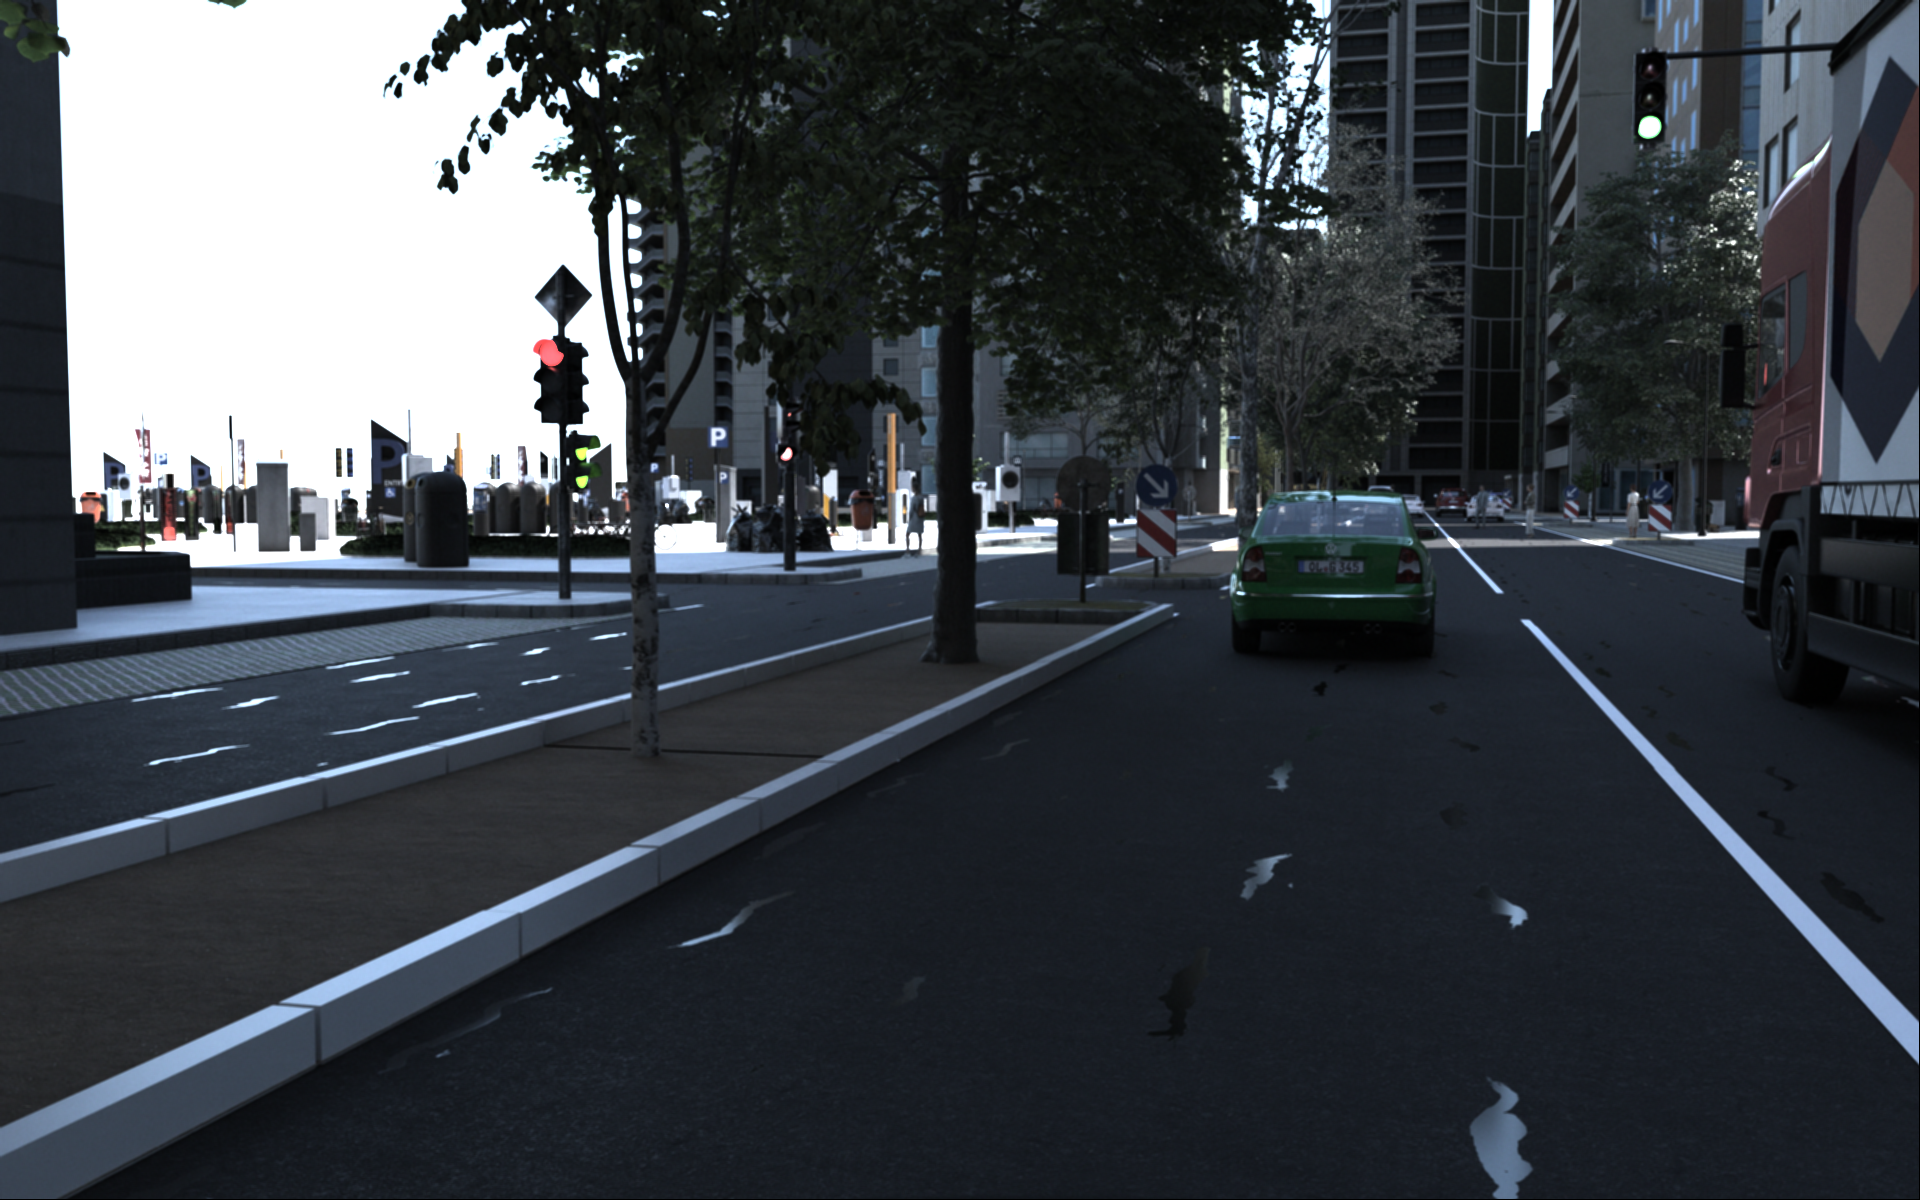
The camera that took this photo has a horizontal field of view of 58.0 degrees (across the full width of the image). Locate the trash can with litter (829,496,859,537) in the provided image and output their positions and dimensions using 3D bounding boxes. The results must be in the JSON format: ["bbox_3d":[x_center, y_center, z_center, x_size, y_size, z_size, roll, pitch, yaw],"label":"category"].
[{"bbox_3d":[-3.693,-2.531,52.446,1.678,1.210,2.233,0,4,2],"label":"trash can with litter"}]

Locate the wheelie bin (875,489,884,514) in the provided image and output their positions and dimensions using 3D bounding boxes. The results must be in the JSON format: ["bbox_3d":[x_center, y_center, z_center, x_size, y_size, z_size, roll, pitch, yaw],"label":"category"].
[{"bbox_3d":[-4.809,-5.563,98.865,0.980,1.594,0.693,0,4,-5],"label":"wheelie bin"}]

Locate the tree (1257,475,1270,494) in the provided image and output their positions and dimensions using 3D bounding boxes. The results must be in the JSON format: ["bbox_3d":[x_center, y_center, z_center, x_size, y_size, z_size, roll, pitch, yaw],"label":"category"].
[{"bbox_3d":[26.620,-9.780,154.510,1.663,3.219,1.824,0,3,0],"label":"tree"}]

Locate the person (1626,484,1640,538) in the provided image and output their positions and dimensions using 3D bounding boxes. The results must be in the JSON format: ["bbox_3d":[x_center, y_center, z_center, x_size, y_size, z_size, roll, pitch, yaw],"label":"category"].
[{"bbox_3d":[21.328,-2.812,55.045,0.480,1.755,0.524,-2,4,-24],"label":"person"}]

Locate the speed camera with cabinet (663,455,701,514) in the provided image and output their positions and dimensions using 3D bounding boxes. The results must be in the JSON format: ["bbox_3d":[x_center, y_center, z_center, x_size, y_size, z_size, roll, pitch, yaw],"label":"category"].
[{"bbox_3d":[-14.258,-5.781,88.857,2.038,3.252,0.660,-3,5,-44],"label":"speed camera with cabinet"}]

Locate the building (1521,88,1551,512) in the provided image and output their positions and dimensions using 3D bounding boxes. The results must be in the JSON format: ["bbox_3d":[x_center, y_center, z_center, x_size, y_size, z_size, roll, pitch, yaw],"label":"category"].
[{"bbox_3d":[48.807,-21.603,124.904,14.160,30.474,14.107,1,4,14],"label":"building"}]

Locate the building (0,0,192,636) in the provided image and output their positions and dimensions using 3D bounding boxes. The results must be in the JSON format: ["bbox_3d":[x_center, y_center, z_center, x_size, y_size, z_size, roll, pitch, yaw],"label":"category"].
[{"bbox_3d":[-23.126,-28.865,13.942,28.212,58.520,21.231,1,4,14],"label":"building"}]

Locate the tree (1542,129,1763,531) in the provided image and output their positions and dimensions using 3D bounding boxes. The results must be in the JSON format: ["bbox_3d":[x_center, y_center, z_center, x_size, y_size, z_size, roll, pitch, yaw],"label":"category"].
[{"bbox_3d":[25.257,-9.394,60.254,9.857,13.997,8.962,0,3,0],"label":"tree"}]

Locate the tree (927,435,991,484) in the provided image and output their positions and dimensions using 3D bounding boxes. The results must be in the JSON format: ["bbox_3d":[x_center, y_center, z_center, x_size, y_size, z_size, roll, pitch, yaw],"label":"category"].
[{"bbox_3d":[-0.210,-3.337,49.168,1.663,3.219,1.824,0,3,0],"label":"tree"}]

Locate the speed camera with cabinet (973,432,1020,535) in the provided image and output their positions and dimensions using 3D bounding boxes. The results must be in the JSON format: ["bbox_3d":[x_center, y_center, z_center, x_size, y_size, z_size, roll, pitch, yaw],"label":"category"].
[{"bbox_3d":[0.862,-3.710,54.993,2.038,3.252,0.660,-1,4,-13],"label":"speed camera with cabinet"}]

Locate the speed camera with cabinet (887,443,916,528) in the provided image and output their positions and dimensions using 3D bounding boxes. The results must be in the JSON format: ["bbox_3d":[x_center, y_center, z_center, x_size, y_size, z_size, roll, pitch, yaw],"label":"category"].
[{"bbox_3d":[-2.243,-4.435,66.854,0.660,3.252,2.038,1,4,15],"label":"speed camera with cabinet"}]

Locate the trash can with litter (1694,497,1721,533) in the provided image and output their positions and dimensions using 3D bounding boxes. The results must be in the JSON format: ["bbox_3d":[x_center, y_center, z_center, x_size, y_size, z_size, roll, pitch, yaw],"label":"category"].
[{"bbox_3d":[25.018,-2.841,57.842,0.624,1.170,1.055,-1,4,-15],"label":"trash can with litter"}]

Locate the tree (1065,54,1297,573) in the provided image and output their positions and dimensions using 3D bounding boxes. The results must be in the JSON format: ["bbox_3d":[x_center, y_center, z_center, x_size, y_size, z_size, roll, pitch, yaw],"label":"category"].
[{"bbox_3d":[3.377,-4.601,28.052,4.360,8.622,3.978,0,3,0],"label":"tree"}]

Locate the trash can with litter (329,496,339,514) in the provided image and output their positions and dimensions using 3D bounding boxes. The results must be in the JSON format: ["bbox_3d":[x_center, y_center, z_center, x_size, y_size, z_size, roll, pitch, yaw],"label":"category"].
[{"bbox_3d":[-29.958,-4.312,81.562,2.233,1.210,1.678,-3,4,-36],"label":"trash can with litter"}]

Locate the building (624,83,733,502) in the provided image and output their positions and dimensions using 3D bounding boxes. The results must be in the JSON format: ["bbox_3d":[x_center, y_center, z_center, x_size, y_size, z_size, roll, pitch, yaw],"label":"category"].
[{"bbox_3d":[-25.703,-32.574,182.689,14.200,45.320,14.600,1,4,14],"label":"building"}]

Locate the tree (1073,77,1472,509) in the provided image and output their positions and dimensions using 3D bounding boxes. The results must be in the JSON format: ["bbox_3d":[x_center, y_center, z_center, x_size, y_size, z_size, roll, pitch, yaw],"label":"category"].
[{"bbox_3d":[9.821,-8.466,51.239,12.009,13.543,11.850,0,3,0],"label":"tree"}]

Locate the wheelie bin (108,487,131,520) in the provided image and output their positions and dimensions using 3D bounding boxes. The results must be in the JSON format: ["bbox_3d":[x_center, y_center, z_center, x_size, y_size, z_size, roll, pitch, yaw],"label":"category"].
[{"bbox_3d":[-39.355,-4.444,80.570,0.693,1.594,0.980,2,4,28],"label":"wheelie bin"}]

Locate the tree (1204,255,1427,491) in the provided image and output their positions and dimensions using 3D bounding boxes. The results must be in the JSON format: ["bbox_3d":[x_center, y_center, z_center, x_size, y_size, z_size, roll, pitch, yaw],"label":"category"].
[{"bbox_3d":[12.842,-7.755,63.665,8.767,10.594,7.601,1,4,14],"label":"tree"}]

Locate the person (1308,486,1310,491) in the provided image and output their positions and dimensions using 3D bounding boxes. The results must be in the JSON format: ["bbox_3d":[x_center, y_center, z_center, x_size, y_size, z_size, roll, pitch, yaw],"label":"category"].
[{"bbox_3d":[14.721,-3.959,73.498,0.678,1.792,0.850,2,4,27],"label":"person"}]

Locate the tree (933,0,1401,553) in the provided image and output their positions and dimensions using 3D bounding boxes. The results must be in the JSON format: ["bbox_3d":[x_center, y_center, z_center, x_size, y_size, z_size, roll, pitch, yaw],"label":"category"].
[{"bbox_3d":[5.301,-11.003,38.251,12.611,20.169,13.585,0,3,0],"label":"tree"}]

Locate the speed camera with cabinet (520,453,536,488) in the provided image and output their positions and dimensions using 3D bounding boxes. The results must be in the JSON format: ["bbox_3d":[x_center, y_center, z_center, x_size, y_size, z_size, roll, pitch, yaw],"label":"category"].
[{"bbox_3d":[-21.470,-5.526,84.678,0.660,3.252,2.038,-3,5,-41],"label":"speed camera with cabinet"}]

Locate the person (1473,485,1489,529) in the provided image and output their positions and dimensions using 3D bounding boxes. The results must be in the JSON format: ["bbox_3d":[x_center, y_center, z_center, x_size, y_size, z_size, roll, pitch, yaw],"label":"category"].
[{"bbox_3d":[21.591,-3.859,71.692,0.391,1.810,0.635,-3,5,-41],"label":"person"}]

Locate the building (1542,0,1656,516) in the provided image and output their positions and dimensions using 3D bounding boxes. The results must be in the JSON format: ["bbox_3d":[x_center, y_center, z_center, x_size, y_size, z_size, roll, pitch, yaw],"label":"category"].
[{"bbox_3d":[48.112,-29.493,105.919,21.300,48.544,21.600,1,4,14],"label":"building"}]

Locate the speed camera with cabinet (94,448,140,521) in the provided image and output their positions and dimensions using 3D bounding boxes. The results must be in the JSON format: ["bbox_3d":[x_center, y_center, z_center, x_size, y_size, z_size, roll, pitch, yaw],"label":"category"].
[{"bbox_3d":[-36.398,-4.918,74.737,2.038,3.252,0.660,1,4,19],"label":"speed camera with cabinet"}]

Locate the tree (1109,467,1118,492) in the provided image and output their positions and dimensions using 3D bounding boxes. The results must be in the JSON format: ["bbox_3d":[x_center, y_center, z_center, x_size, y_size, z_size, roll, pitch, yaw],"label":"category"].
[{"bbox_3d":[8.653,-6.596,102.448,1.663,3.219,1.824,0,3,0],"label":"tree"}]

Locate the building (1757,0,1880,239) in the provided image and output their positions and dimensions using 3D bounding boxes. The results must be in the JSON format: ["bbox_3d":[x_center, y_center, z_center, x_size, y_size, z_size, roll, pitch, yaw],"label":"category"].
[{"bbox_3d":[32.235,-27.134,32.878,27.495,52.752,28.713,1,4,14],"label":"building"}]

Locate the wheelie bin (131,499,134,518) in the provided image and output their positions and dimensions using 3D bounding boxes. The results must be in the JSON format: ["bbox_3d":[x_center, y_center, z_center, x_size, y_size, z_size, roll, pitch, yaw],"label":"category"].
[{"bbox_3d":[-44.451,-5.147,92.063,0.693,1.594,0.980,2,4,24],"label":"wheelie bin"}]

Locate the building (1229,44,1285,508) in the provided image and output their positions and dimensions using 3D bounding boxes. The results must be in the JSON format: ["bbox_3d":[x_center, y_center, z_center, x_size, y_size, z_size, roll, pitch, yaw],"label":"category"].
[{"bbox_3d":[15.494,-52.309,167.929,31.000,86.520,22.319,1,4,14],"label":"building"}]

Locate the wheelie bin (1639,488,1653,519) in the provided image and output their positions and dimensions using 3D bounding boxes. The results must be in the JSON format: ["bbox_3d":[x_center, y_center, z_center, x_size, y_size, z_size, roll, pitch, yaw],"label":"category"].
[{"bbox_3d":[35.145,-4.953,88.887,0.693,1.594,0.980,-1,4,-11],"label":"wheelie bin"}]

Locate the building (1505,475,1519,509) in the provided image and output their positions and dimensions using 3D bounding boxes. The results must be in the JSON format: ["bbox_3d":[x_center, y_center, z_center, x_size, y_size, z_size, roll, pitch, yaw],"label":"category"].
[{"bbox_3d":[66.089,-28.300,154.579,32.217,40.220,23.993,1,4,14],"label":"building"}]

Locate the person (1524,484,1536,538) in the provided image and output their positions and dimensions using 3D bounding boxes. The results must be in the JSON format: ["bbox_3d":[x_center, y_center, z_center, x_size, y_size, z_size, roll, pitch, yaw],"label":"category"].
[{"bbox_3d":[18.525,-2.895,56.385,0.362,1.759,0.519,1,4,11],"label":"person"}]

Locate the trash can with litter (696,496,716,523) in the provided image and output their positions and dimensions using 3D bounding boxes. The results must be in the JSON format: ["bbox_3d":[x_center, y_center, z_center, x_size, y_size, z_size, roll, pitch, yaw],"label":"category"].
[{"bbox_3d":[-10.888,-3.949,75.955,0.624,1.170,1.055,2,4,34],"label":"trash can with litter"}]

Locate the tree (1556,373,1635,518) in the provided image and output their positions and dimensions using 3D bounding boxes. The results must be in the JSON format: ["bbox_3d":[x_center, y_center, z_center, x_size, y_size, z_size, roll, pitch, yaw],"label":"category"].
[{"bbox_3d":[33.751,-8.666,92.044,4.360,8.622,3.978,0,3,0],"label":"tree"}]

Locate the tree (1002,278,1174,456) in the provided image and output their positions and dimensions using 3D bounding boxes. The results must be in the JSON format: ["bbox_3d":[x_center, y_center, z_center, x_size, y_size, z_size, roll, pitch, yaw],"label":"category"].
[{"bbox_3d":[5.132,-8.267,69.575,7.601,10.594,8.767,1,4,12],"label":"tree"}]

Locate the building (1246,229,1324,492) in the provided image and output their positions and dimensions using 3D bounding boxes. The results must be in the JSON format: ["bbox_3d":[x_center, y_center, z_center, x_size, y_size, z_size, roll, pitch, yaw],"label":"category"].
[{"bbox_3d":[32.907,-25.652,191.106,14.107,30.474,14.160,1,4,14],"label":"building"}]

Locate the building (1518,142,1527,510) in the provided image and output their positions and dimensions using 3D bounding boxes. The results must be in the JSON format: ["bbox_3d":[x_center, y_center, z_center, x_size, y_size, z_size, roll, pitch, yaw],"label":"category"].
[{"bbox_3d":[52.258,-22.453,138.803,14.160,30.474,14.107,1,4,14],"label":"building"}]

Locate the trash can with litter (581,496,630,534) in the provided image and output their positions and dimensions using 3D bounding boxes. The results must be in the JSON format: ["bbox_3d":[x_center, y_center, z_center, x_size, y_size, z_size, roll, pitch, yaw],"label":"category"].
[{"bbox_3d":[-10.792,-2.531,52.441,2.233,1.210,1.678,-1,4,-23],"label":"trash can with litter"}]

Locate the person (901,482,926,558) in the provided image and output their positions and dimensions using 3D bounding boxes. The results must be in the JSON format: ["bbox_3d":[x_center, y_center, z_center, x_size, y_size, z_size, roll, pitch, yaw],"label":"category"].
[{"bbox_3d":[-0.979,-1.776,38.549,0.522,1.701,0.512,3,4,36],"label":"person"}]

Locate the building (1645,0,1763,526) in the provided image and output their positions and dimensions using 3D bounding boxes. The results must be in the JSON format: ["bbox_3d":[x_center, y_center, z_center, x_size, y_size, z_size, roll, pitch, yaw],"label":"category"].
[{"bbox_3d":[37.763,-25.884,73.315,14.600,45.320,14.200,1,4,14],"label":"building"}]

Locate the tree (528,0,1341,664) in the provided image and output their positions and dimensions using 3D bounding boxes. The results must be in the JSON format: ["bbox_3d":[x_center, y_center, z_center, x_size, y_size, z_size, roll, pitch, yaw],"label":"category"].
[{"bbox_3d":[-0.053,-5.762,14.799,7.486,12.596,7.792,0,3,0],"label":"tree"}]

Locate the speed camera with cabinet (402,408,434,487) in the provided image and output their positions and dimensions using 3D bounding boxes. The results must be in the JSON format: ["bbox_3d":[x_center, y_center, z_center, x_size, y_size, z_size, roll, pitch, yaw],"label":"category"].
[{"bbox_3d":[-12.176,-2.765,39.539,0.660,3.252,2.038,-2,4,-32],"label":"speed camera with cabinet"}]

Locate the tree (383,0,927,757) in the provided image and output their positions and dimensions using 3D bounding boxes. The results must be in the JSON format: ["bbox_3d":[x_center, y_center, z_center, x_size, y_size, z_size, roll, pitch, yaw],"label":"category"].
[{"bbox_3d":[-1.734,-3.433,8.949,4.737,8.622,4.395,0,3,0],"label":"tree"}]

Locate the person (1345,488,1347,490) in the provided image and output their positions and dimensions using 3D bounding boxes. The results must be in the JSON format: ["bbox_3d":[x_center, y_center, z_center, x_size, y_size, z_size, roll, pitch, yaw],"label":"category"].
[{"bbox_3d":[20.382,-5.071,91.757,0.694,1.780,0.624,3,4,38],"label":"person"}]

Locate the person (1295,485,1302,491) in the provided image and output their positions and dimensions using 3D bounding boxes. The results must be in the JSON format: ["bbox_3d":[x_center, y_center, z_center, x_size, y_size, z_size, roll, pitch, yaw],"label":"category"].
[{"bbox_3d":[13.260,-3.594,67.451,0.709,1.800,0.728,2,4,30],"label":"person"}]

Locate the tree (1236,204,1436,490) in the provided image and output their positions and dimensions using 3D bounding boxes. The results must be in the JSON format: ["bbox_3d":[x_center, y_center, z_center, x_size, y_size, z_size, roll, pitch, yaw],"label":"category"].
[{"bbox_3d":[16.585,-10.281,77.207,9.857,13.997,8.962,0,3,0],"label":"tree"}]

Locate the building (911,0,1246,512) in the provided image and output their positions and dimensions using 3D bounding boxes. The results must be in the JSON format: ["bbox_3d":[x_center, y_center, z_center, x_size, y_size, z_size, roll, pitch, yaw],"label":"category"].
[{"bbox_3d":[9.924,-31.397,132.957,23.786,49.044,30.456,1,4,14],"label":"building"}]

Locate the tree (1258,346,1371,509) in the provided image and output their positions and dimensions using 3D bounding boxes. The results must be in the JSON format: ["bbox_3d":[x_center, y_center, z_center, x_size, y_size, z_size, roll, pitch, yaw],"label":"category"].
[{"bbox_3d":[14.539,-7.152,69.749,4.737,8.622,4.395,0,3,0],"label":"tree"}]

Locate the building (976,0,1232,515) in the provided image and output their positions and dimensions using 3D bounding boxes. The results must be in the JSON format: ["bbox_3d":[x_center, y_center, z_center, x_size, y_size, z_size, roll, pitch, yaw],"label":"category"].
[{"bbox_3d":[9.471,-26.091,110.178,14.154,41.232,14.086,1,4,14],"label":"building"}]

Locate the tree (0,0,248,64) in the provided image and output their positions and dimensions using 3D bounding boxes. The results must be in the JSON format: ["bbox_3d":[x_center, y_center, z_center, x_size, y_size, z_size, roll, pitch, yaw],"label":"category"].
[{"bbox_3d":[-3.308,-5.030,2.831,7.486,12.596,7.792,0,3,0],"label":"tree"}]

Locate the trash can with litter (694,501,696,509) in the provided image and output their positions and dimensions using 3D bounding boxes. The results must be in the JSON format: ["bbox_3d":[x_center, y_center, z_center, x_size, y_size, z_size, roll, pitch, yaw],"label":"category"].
[{"bbox_3d":[-12.748,-4.415,83.571,1.055,1.170,0.624,2,4,23],"label":"trash can with litter"}]

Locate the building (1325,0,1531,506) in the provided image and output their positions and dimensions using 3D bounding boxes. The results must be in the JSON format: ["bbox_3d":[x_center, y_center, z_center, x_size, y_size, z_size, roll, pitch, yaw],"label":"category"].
[{"bbox_3d":[50.943,-45.900,188.720,20.611,71.187,20.563,1,4,14],"label":"building"}]

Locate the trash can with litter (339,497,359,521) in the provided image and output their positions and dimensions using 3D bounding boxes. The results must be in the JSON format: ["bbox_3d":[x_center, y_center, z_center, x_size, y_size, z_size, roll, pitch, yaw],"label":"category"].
[{"bbox_3d":[-20.985,-2.951,59.641,0.624,1.170,1.055,-1,4,-10],"label":"trash can with litter"}]

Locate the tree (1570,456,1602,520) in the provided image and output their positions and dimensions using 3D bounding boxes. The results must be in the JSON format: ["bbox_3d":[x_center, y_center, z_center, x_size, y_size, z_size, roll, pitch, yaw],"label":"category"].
[{"bbox_3d":[31.686,-5.692,87.668,1.663,3.219,1.824,0,3,0],"label":"tree"}]

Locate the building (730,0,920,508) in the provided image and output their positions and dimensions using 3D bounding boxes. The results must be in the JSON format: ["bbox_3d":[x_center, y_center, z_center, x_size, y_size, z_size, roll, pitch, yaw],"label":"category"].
[{"bbox_3d":[-9.665,-45.025,174.410,20.611,71.187,20.563,1,4,14],"label":"building"}]
